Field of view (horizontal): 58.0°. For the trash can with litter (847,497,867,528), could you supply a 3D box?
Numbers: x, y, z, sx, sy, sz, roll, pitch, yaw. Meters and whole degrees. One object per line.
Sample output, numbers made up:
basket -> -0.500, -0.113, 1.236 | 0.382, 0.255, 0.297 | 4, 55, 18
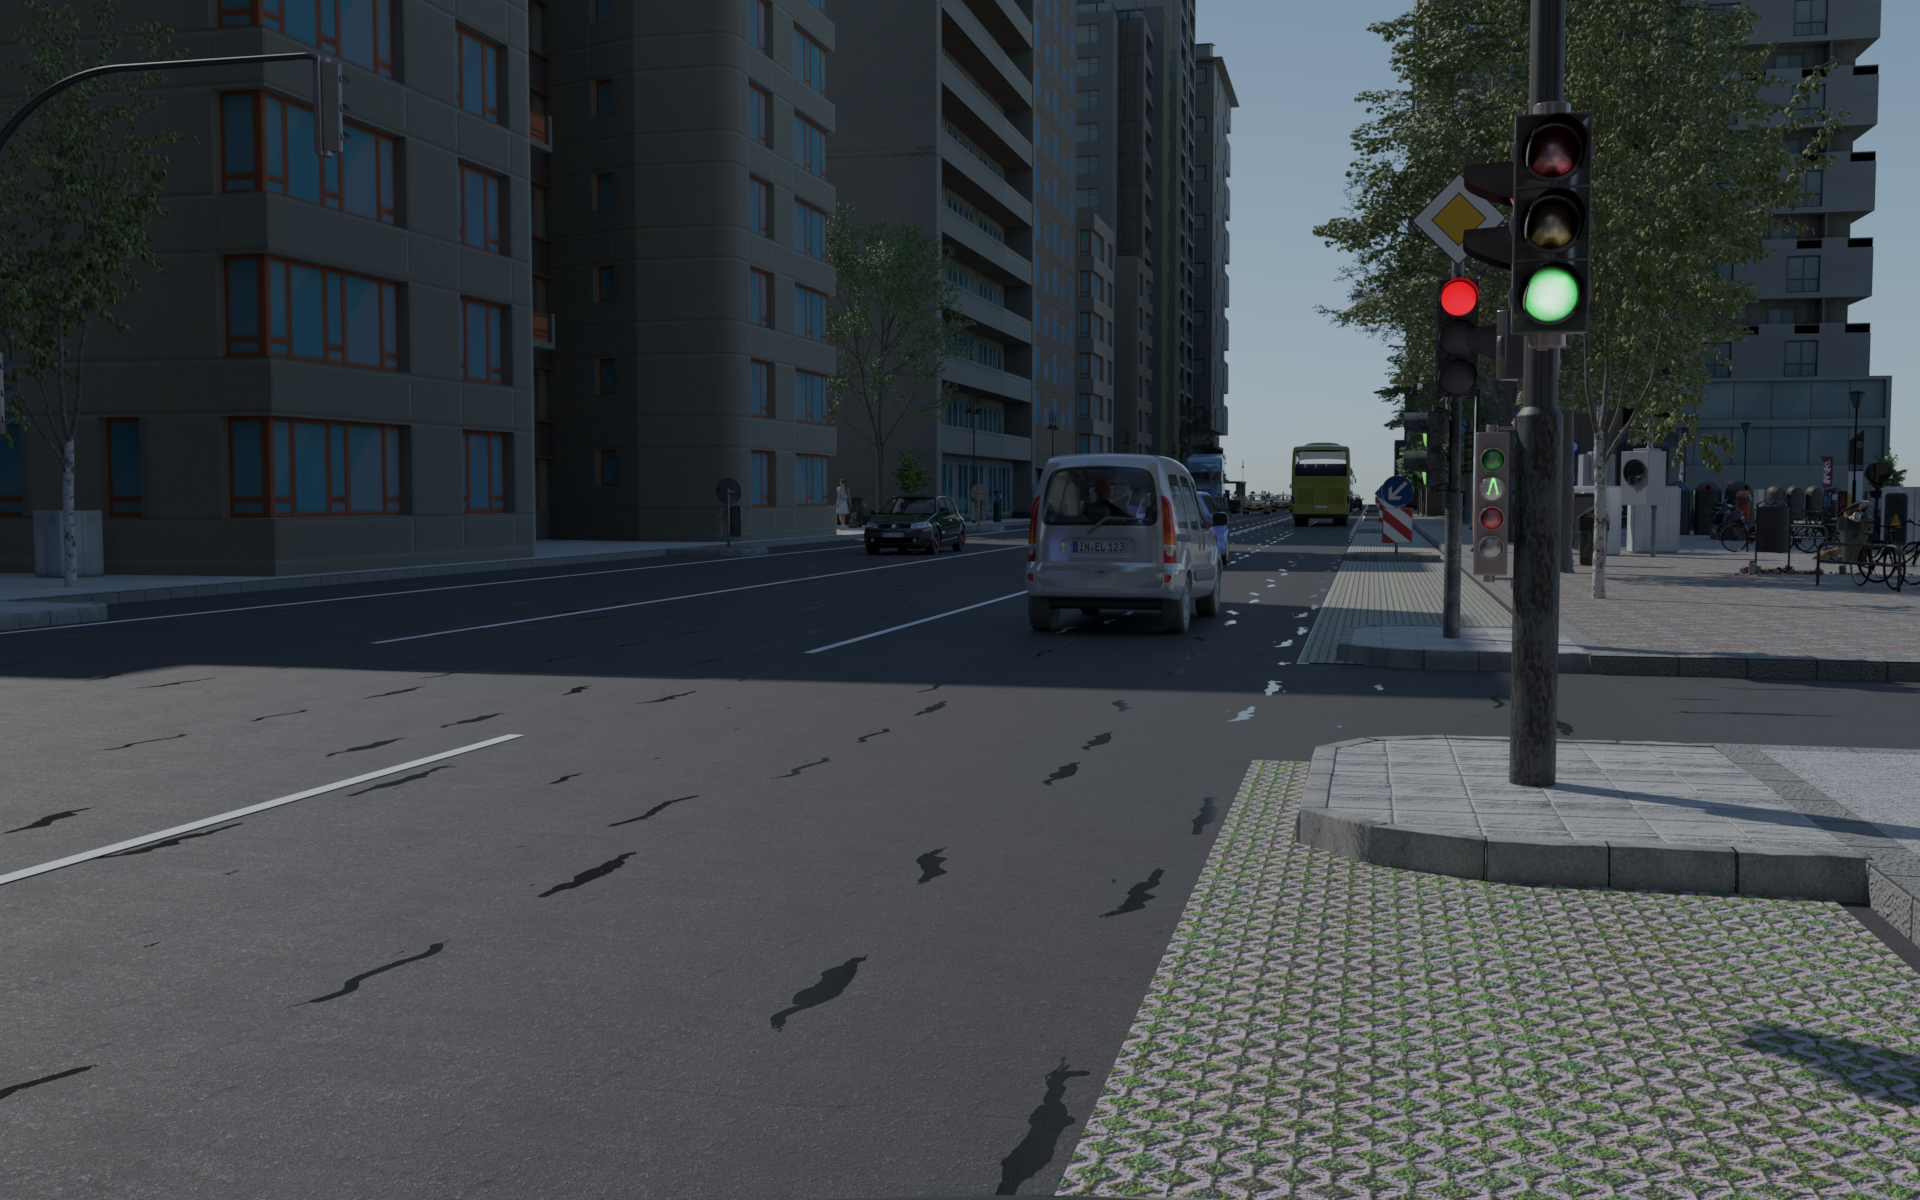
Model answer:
trash can with litter -> -3.926, -3.324, 65.733 | 0.624, 1.170, 1.055 | 0, 4, 6

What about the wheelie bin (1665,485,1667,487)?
wheelie bin -> 23.861, -3.095, 58.514 | 0.693, 1.594, 0.980 | -1, 4, -12

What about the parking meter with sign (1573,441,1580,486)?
parking meter with sign -> 20.436, -3.759, 57.726 | 0.543, 3.016, 1.738 | 2, 4, 26

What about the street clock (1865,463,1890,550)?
street clock -> 21.125, -2.162, 39.917 | 0.471, 2.002, 0.358 | 0, 4, 4

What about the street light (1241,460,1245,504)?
street light -> 37.916, -15.867, 232.220 | 0.468, 5.910, 1.993 | 1, 4, 13

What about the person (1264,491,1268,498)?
person -> 26.512, -8.621, 150.380 | 0.541, 1.710, 0.530 | -2, 4, -28

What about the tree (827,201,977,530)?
tree -> -2.936, -8.333, 61.993 | 9.928, 11.665, 9.643 | 0, 3, 0

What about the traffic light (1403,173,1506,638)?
traffic light -> 4.374, -1.617, 15.362 | 0.839, 4.253, 0.868 | 1, 4, 13

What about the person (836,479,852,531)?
person -> -4.026, -3.301, 60.102 | 0.616, 1.811, 0.778 | -1, 4, -21

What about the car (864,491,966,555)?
car -> -1.073, -1.992, 42.358 | 2.009, 1.686, 4.222 | 1, 4, 14

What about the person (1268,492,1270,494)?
person -> 39.309, -12.927, 220.516 | 0.551, 1.740, 0.621 | -3, 5, -40

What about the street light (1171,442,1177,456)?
street light -> 18.663, -10.908, 151.137 | 0.468, 5.910, 1.993 | 1, 4, 13

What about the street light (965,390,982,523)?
street light -> 0.613, -6.307, 75.910 | 0.468, 5.910, 1.993 | 1, 4, 13

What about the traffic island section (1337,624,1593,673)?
traffic island section -> 4.410, 0.417, 15.467 | 2.009, 0.180, 2.903 | 1, 4, 13

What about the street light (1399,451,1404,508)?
street light -> 47.213, -13.050, 186.149 | 0.468, 5.910, 1.993 | 1, 4, 13

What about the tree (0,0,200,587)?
tree -> -12.538, -4.493, 23.831 | 4.737, 8.622, 4.395 | 0, 3, 0

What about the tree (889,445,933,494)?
tree -> -1.966, -4.534, 68.735 | 1.663, 3.219, 1.824 | 0, 3, 0

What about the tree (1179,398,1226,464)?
tree -> 22.163, -14.277, 167.844 | 7.601, 10.594, 8.767 | 0, 4, -1

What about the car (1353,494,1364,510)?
car -> 34.625, -8.636, 153.001 | 2.131, 1.459, 4.920 | 1, 4, 13

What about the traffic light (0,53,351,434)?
traffic light -> -8.809, -2.682, 18.519 | 4.771, 5.953, 1.251 | 1, 4, 13

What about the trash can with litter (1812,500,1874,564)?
trash can with litter -> 16.133, -1.243, 31.704 | 0.624, 1.170, 1.055 | -2, 4, -26

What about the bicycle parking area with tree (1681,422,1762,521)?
bicycle parking area with tree -> 31.473, -5.195, 71.936 | 9.016, 4.147, 8.231 | 1, 4, 11

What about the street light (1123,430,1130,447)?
street light -> 11.816, -9.166, 122.653 | 0.468, 5.910, 1.993 | 1, 4, 13

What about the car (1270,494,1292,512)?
car -> 26.340, -8.013, 141.237 | 2.015, 1.641, 3.980 | 1, 4, 15

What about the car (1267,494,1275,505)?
car -> 35.283, -11.374, 197.767 | 2.131, 1.459, 4.920 | 1, 4, 12

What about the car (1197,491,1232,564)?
car -> 4.406, -1.528, 34.582 | 1.945, 1.707, 3.694 | 1, 4, 14

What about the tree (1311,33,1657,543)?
tree -> 14.585, -8.302, 46.115 | 12.009, 13.543, 11.850 | 0, 3, 0

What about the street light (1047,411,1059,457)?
street light -> 5.065, -7.448, 94.564 | 0.468, 5.910, 1.993 | 1, 4, 13

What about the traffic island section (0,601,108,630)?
traffic island section -> -10.901, 0.194, 19.114 | 2.009, 0.180, 2.903 | 1, 4, 13

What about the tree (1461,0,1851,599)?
tree -> 7.921, -4.308, 20.790 | 4.737, 8.622, 4.395 | 0, 3, 0

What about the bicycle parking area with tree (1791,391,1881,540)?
bicycle parking area with tree -> 27.387, -3.702, 47.526 | 8.231, 4.147, 9.016 | 2, 4, 26

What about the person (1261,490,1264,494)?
person -> 31.323, -10.445, 179.254 | 1.348, 1.826, 0.705 | -2, 4, -24

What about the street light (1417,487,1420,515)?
street light -> 27.981, -8.116, 105.491 | 0.468, 5.910, 1.993 | 1, 4, 13

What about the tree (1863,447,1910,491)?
tree -> 37.844, -4.645, 70.549 | 1.663, 3.219, 1.824 | 0, 3, 0

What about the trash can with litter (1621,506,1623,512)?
trash can with litter -> 17.562, -2.155, 46.623 | 0.624, 1.170, 1.055 | 1, 4, 15

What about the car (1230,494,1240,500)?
car -> 22.790, -8.369, 147.054 | 2.015, 1.641, 3.980 | 1, 4, 15

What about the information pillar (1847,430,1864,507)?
information pillar -> 32.452, -4.365, 62.729 | 0.504, 3.616, 0.183 | 1, 4, 20

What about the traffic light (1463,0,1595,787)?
traffic light -> 0.464, -2.035, 7.940 | 4.771, 5.953, 1.251 | 1, 4, 13

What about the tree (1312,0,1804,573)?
tree -> 9.725, -6.739, 28.307 | 7.486, 12.596, 7.792 | 0, 3, 0

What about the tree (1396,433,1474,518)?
tree -> 26.134, -6.972, 97.707 | 4.285, 4.588, 4.351 | 0, 3, 0

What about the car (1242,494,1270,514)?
car -> 21.082, -6.904, 123.105 | 2.015, 1.641, 3.980 | 1, 4, 15

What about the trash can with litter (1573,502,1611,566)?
trash can with litter -> 11.108, -1.204, 31.076 | 1.055, 1.170, 0.624 | 1, 4, 17

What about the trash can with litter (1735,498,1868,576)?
trash can with litter -> 13.491, -1.023, 27.787 | 2.233, 1.210, 1.678 | 1, 4, 11

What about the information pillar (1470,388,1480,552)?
information pillar -> 11.499, -2.888, 38.578 | 0.183, 3.616, 0.504 | 1, 4, 13

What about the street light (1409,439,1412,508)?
street light -> 34.759, -9.836, 133.599 | 0.468, 5.910, 1.993 | 1, 4, 13

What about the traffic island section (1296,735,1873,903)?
traffic island section -> 2.556, 0.892, 7.699 | 2.009, 0.180, 2.903 | 1, 4, 13
